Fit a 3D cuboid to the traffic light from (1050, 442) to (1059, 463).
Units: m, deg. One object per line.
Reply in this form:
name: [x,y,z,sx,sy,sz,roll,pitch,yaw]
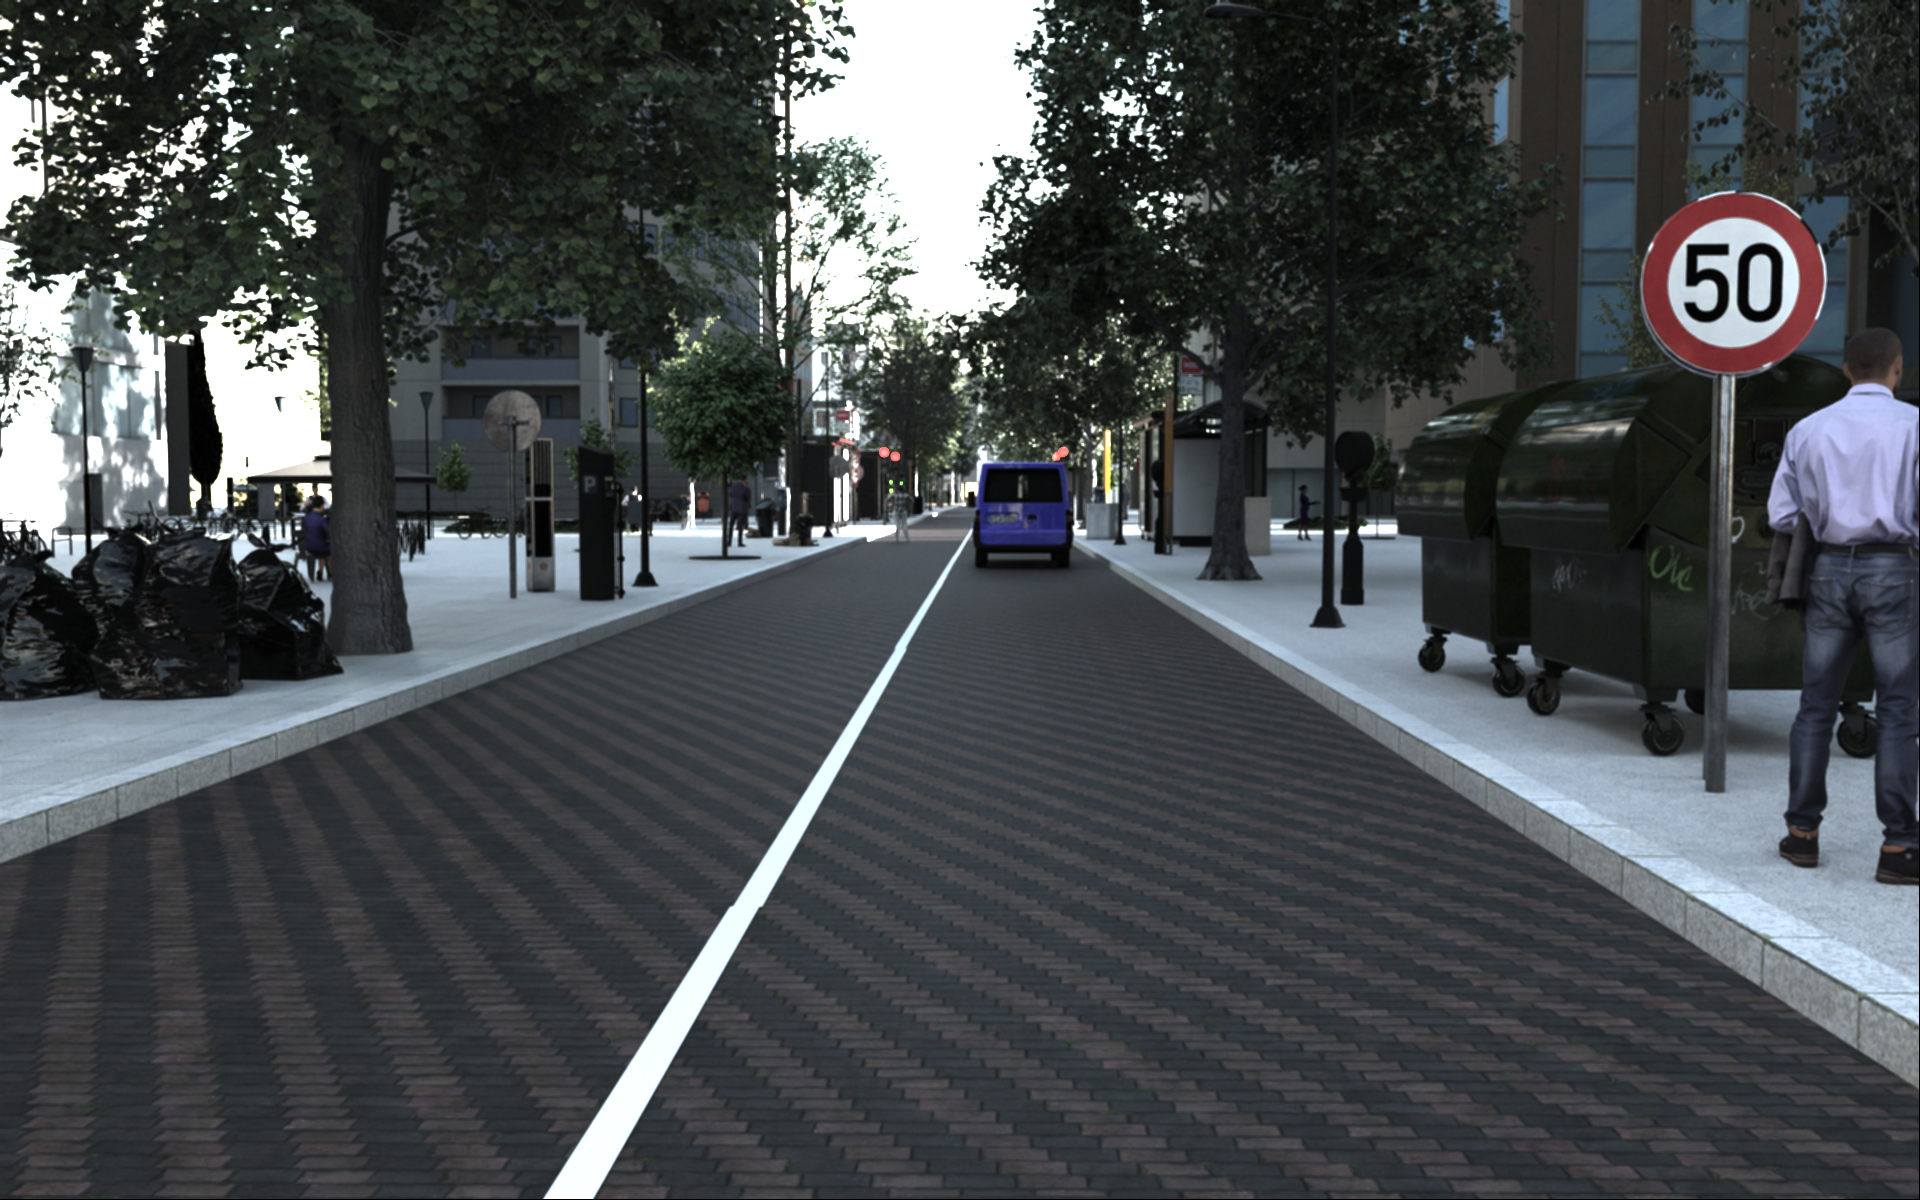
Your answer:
traffic light: [4.340,-5.486,78.615,0.839,4.253,0.868,0,4,1]

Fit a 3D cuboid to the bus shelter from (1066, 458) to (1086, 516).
bus shelter: [6.601,-6.327,97.376,2.014,3.302,5.546,0,4,1]

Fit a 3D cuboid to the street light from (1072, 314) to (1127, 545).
street light: [3.506,-4.344,43.570,1.470,5.913,1.316,0,4,1]

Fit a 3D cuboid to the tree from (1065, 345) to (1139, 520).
tree: [5.762,-9.706,84.448,9.928,11.665,9.643,0,3,0]

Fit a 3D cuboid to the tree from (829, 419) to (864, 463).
tree: [-10.403,-12.255,150.737,4.737,8.622,4.395,0,3,0]

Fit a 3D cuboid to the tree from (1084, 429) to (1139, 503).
tree: [11.508,-11.115,132.097,4.360,8.622,3.978,0,3,0]

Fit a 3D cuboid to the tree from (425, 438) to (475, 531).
tree: [-17.437,-3.995,59.924,1.663,3.219,1.824,0,3,0]

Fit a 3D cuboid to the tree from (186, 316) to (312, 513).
tree: [-55.237,-13.528,123.008,13.155,14.587,18.604,1,4,10]

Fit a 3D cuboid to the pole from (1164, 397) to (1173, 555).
pole: [4.383,-2.603,36.402,0.158,3.312,0.155,0,3,0]

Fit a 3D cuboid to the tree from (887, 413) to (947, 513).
tree: [-2.722,-10.352,119.613,4.737,8.622,4.395,0,3,0]

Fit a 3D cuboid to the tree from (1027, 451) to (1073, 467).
tree: [5.578,-7.723,109.980,4.285,4.588,4.351,0,3,0]

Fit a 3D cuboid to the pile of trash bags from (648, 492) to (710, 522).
pile of trash bags: [-13.226,-4.275,79.642,3.447,1.369,1.912,-1,4,-10]

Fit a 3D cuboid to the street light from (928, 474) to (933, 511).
street light: [-2.218,-8.157,105.914,1.470,5.913,1.316,0,4,1]

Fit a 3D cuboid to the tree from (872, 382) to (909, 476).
tree: [-3.169,-13.756,141.915,9.611,12.733,9.660,0,3,0]

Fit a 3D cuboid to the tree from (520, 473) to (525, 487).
tree: [-20.078,-5.364,82.301,1.663,3.219,1.824,0,3,0]

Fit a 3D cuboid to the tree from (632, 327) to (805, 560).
tree: [-4.744,-3.090,34.234,4.285,4.588,4.351,0,3,0]

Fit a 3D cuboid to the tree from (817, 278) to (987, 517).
tree: [-3.146,-11.372,96.309,12.009,13.543,11.850,0,3,0]

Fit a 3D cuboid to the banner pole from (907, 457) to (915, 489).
banner pole: [-3.125,-6.978,104.106,0.863,3.779,0.401,0,4,2]

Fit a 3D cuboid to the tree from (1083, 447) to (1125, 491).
tree: [5.935,-4.672,70.980,1.663,3.219,1.824,0,3,0]

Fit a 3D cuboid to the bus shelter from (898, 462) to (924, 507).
bus shelter: [-3.574,-8.339,127.631,1.731,3.624,6.357,0,4,1]

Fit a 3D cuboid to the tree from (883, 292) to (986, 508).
tree: [-0.539,-18.674,161.205,12.611,20.169,13.585,0,3,0]

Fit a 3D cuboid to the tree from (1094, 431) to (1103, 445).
tree: [10.128,-9.550,106.498,4.737,8.622,4.395,0,3,0]

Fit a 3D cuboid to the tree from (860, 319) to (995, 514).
tree: [-2.878,-11.817,111.331,7.486,12.596,7.792,0,3,0]

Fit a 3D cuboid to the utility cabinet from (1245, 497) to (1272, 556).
utility cabinet: [6.055,-1.517,35.963,0.306,1.237,1.020,3,5,43]

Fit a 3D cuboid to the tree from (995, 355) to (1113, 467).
tree: [6.973,-12.143,116.664,7.486,12.596,7.792,0,3,0]

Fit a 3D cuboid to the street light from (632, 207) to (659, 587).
street light: [-3.845,-3.143,23.936,1.470,5.913,1.316,0,4,1]

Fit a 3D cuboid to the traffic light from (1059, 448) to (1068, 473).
traffic light: [4.184,-4.998,70.632,0.839,4.253,0.868,0,4,1]

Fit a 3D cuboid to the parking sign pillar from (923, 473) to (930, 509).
parking sign pillar: [-3.229,-9.998,151.946,1.447,3.967,1.447,1,4,11]

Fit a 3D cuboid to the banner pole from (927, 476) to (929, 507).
banner pole: [-2.940,-10.040,154.174,0.401,3.779,0.863,-3,5,-44]

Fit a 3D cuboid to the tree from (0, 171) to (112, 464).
tree: [-22.466,-5.515,40.540,4.360,8.622,3.978,0,3,0]

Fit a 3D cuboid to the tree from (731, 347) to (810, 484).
tree: [-10.319,-8.148,83.586,4.360,8.622,3.978,0,3,0]

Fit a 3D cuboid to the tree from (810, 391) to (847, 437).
tree: [-10.273,-10.500,122.037,4.360,8.622,3.978,0,3,0]

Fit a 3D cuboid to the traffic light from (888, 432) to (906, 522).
traffic light: [-2.901,-5.494,78.740,0.839,4.253,0.868,0,4,1]

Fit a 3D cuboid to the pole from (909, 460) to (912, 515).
pole: [-2.979,-6.726,103.809,0.158,3.312,0.155,0,3,0]

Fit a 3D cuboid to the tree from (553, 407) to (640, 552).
tree: [-8.184,-2.692,38.618,1.663,3.219,1.824,0,3,0]

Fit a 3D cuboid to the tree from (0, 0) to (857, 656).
tree: [-4.719,-6.540,13.585,9.857,13.997,8.962,0,3,0]

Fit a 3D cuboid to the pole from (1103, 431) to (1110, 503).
pole: [4.714,-3.791,55.826,0.158,3.312,0.155,0,3,0]

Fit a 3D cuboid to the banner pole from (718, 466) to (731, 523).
banner pole: [-10.604,-5.399,78.283,0.401,3.779,0.863,2,4,34]

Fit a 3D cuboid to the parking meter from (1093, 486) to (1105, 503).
parking meter: [4.371,-2.810,54.354,0.372,1.533,0.369,0,3,0]

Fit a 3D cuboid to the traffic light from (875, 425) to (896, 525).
traffic light: [-3.056,-5.005,70.756,0.839,4.253,0.868,0,4,1]

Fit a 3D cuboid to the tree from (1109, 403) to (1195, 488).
tree: [10.405,-8.654,91.852,4.737,8.622,4.395,0,3,0]

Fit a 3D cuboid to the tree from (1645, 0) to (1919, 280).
tree: [7.614,-3.840,13.139,4.360,8.622,3.978,0,3,0]

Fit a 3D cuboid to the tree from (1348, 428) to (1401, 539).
tree: [12.023,-3.355,49.454,1.663,3.219,1.824,0,3,0]

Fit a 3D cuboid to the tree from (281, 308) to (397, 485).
tree: [-21.962,-6.855,62.449,4.737,8.622,4.395,0,3,0]

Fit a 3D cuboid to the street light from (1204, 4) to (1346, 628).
street light: [3.014,-2.694,16.585,1.470,5.913,1.316,0,4,1]

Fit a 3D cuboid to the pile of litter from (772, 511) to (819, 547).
pile of litter: [-4.086,-1.769,42.885,1.176,0.858,1.719,0,4,-6]

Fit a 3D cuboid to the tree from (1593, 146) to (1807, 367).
tree: [15.960,-5.295,36.932,4.737,8.622,4.395,0,3,0]

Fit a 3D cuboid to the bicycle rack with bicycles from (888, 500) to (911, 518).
bicycle rack with bicycles: [-4.203,-4.895,93.421,2.925,0.926,2.852,-2,4,-32]

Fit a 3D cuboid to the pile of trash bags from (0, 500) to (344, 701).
pile of trash bags: [-5.563,-0.074,10.964,1.912,1.369,3.447,1,4,12]

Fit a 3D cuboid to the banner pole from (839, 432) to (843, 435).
banner pole: [-4.949,-4.880,69.801,0.863,3.779,0.401,3,5,43]

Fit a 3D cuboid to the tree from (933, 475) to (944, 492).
tree: [-2.164,-14.564,188.486,4.360,8.622,3.978,0,3,0]

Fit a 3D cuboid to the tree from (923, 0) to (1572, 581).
tree: [4.177,-6.649,25.712,9.611,12.733,9.660,0,3,0]

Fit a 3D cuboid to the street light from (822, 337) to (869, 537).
street light: [-3.385,-4.816,51.286,1.470,5.913,1.316,0,4,1]

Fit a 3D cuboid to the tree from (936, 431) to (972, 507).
tree: [-1.995,-14.749,175.558,7.601,10.594,8.767,-3,4,-38]

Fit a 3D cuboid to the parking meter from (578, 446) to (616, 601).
parking meter: [-4.373,-0.929,20.896,0.399,1.863,0.255,2,4,24]

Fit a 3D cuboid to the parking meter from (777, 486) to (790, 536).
parking meter: [-5.423,-2.743,53.267,0.372,1.533,0.369,0,3,0]

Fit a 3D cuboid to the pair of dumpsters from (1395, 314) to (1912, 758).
pair of dumpsters: [3.895,-0.484,10.410,1.574,2.255,4.437,0,4,1]

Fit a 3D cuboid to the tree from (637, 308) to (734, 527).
tree: [-10.317,-7.099,66.425,4.737,8.622,4.395,0,3,0]

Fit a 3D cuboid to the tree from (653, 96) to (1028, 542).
tree: [-4.554,-7.352,45.964,9.928,11.665,9.643,0,3,0]

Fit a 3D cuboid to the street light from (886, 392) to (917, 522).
street light: [-2.806,-6.507,78.932,1.470,5.913,1.316,0,4,1]
